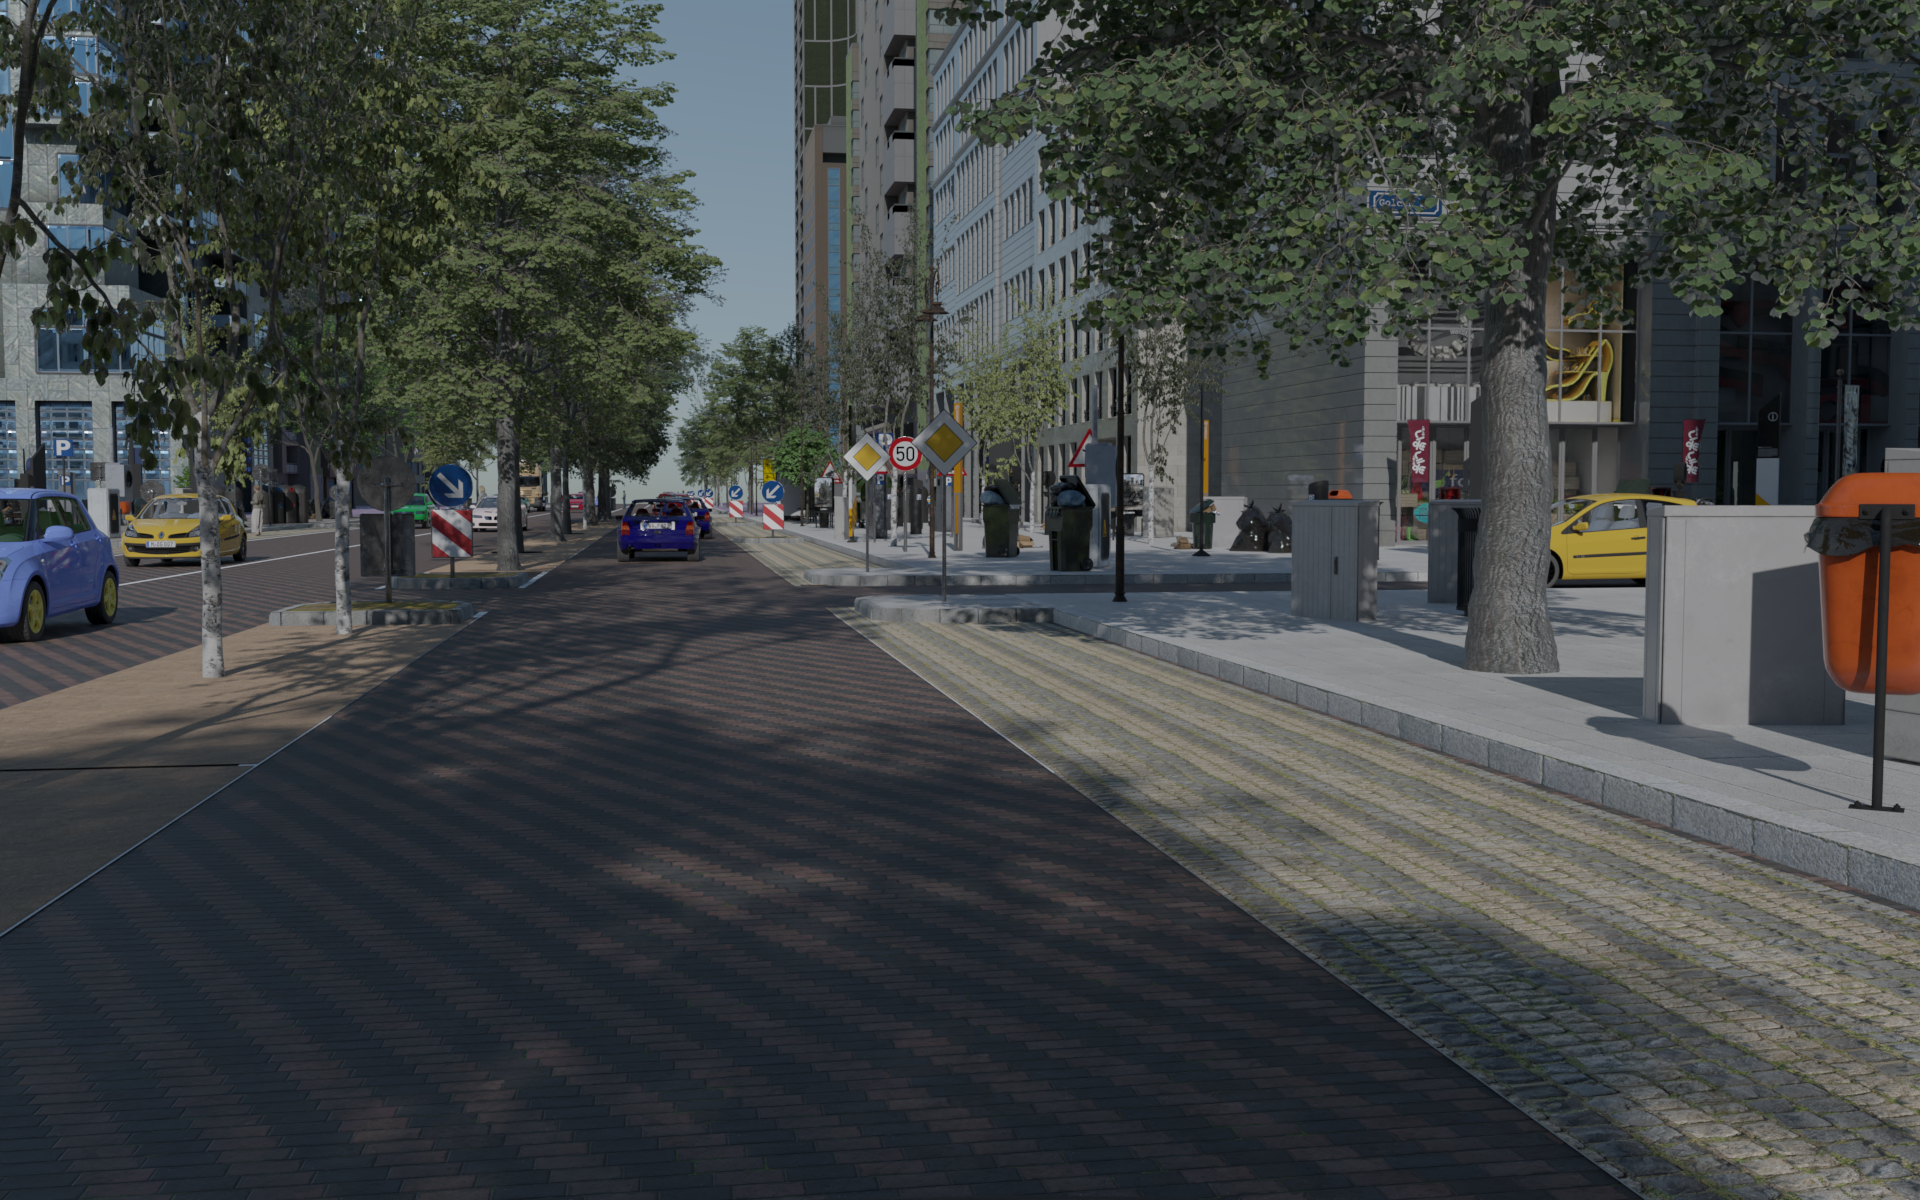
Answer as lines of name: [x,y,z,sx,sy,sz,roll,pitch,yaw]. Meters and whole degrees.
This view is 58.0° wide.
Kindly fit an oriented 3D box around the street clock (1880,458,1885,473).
street clock: [17.932,-1.760,33.349,0.358,2.002,0.471,0,4,0]

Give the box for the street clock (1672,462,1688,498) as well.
street clock: [16.504,-2.150,39.721,0.358,2.002,0.471,2,4,32]

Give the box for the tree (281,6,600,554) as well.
tree: [-10.766,-7.876,41.602,12.009,13.543,11.850,0,3,0]

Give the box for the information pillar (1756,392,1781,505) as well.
information pillar: [18.739,-2.984,40.143,0.504,3.616,0.183,3,4,38]

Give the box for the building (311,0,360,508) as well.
building: [-59.823,-30.398,147.122,14.600,45.320,14.200,-1,4,-10]

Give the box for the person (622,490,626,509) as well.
person: [-32.921,-9.854,169.702,0.705,1.814,1.350,0,4,0]

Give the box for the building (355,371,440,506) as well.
building: [-76.277,-21.871,202.632,27.650,21.520,28.899,-1,4,-10]

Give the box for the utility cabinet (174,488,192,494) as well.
utility cabinet: [-28.613,-3.377,63.888,0.318,1.500,1.173,0,4,-8]

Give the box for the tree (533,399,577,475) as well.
tree: [-16.618,-10.298,77.482,9.857,13.997,8.962,0,3,0]

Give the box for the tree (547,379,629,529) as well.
tree: [-15.100,-7.140,69.551,4.360,8.622,3.978,0,3,0]

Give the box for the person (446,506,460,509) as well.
person: [-13.111,-2.213,44.952,0.793,1.790,0.793,-3,5,-43]

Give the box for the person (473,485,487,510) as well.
person: [-20.356,-3.979,73.734,0.728,1.800,0.709,1,4,22]

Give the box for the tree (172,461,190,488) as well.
tree: [-41.530,-6.030,93.197,1.663,3.219,1.824,0,3,0]

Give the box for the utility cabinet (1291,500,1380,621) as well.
utility cabinet: [3.856,-0.412,17.896,0.306,1.237,1.020,-2,4,-30]

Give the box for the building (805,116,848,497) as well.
building: [-10.931,-34.033,206.556,14.600,45.320,14.200,-1,4,-10]

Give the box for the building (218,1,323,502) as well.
building: [-58.089,-27.500,133.223,14.154,41.232,14.086,-1,4,-10]

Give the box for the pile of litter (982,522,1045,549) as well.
pile of litter: [1.243,-1.664,41.168,1.719,0.858,1.176,-1,4,-23]

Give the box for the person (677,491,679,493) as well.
person: [-40.435,-14.664,248.243,1.348,1.826,0.705,3,5,40]

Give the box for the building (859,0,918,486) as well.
building: [6.514,-33.829,142.343,28.713,52.752,27.495,-1,4,-10]

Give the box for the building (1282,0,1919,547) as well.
building: [23.413,-16.606,49.009,29.804,29.767,11.434,-1,4,-10]

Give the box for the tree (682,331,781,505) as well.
tree: [-26.792,-21.038,199.866,12.611,20.169,13.585,0,3,0]

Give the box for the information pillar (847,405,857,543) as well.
information pillar: [-2.849,-3.333,45.852,0.183,3.616,0.504,1,4,11]

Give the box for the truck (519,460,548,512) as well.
truck: [-35.548,-9.416,142.867,2.839,4.237,11.283,-1,4,-11]

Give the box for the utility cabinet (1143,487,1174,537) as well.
utility cabinet: [5.868,-2.595,51.109,0.318,1.500,1.173,3,5,42]

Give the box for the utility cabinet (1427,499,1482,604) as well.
utility cabinet: [6.024,-0.561,20.330,1.020,1.237,0.306,1,4,15]

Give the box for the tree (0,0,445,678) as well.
tree: [-5.759,-3.681,12.998,4.360,8.622,3.978,0,3,0]

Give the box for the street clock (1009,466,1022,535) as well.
street clock: [1.404,-2.428,44.274,0.358,2.002,0.471,-1,4,-10]

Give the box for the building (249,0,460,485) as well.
building: [-78.548,-56.153,230.780,22.319,86.520,31.000,-1,4,-10]

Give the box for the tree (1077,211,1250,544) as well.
tree: [5.164,-5.755,44.451,4.360,8.622,3.978,0,3,0]

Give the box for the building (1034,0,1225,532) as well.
building: [9.724,-12.998,67.276,10.420,20.320,16.860,-1,4,-10]

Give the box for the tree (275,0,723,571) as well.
tree: [-8.229,-6.781,31.448,7.486,12.596,7.792,0,3,0]

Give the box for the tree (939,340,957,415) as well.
tree: [1.198,-7.436,71.943,4.737,8.622,4.395,0,3,0]

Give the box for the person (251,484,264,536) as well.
person: [-23.834,-3.036,58.687,0.362,1.759,0.519,1,4,10]

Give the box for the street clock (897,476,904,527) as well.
street clock: [-2.353,-3.878,67.971,0.358,2.002,0.471,2,4,27]

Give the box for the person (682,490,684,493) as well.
person: [-30.605,-11.214,191.814,0.705,1.831,1.348,-2,4,-30]

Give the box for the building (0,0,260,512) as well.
building: [-57.300,-48.708,109.049,22.319,86.520,31.000,-1,4,-10]

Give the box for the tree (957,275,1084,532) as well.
tree: [2.370,-6.615,58.525,4.737,8.622,4.395,0,3,0]

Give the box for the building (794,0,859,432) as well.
building: [-12.501,-48.011,223.235,20.563,71.187,20.611,-1,4,-10]

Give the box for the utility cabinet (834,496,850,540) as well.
utility cabinet: [-3.313,-2.306,48.857,0.306,1.237,1.020,0,4,5]

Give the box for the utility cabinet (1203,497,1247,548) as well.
utility cabinet: [6.387,-1.869,41.727,1.020,1.237,0.306,2,4,24]

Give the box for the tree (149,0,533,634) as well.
tree: [-6.351,-3.962,17.604,4.737,8.622,4.395,0,3,0]

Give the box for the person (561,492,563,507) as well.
person: [-44.012,-11.130,191.297,1.217,1.723,0.721,3,5,42]

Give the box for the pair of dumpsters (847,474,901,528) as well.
pair of dumpsters: [-3.224,-3.816,64.878,1.574,2.255,4.437,-1,4,-10]

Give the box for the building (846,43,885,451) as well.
building: [-3.761,-29.263,162.046,14.154,41.232,14.086,-1,4,-10]

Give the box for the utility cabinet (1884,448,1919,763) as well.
utility cabinet: [5.042,0.019,8.360,1.173,1.500,0.318,-1,4,-16]

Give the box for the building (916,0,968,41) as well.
building: [3.710,-26.752,120.995,14.154,41.232,14.086,-1,4,-10]

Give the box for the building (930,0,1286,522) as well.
building: [6.180,-19.149,90.583,11.434,29.767,29.804,-1,4,-10]

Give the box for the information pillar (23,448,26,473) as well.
information pillar: [-47.819,-5.945,88.557,0.183,3.616,0.504,-2,4,-30]

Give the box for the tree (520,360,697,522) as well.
tree: [-18.222,-10.301,87.885,9.611,12.733,9.660,0,3,0]

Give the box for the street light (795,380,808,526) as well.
street light: [-6.266,-5.858,68.563,0.468,5.910,1.993,-1,4,-10]

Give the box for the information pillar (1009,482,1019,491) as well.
information pillar: [1.983,-3.613,63.568,0.304,2.012,0.304,-2,4,-25]

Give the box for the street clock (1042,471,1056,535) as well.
street clock: [2.764,-3.027,54.055,0.358,2.002,0.471,-2,4,-31]

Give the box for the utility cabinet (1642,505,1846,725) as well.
utility cabinet: [4.408,0.087,9.734,1.020,1.237,0.306,0,4,3]

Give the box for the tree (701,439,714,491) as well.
tree: [-25.631,-14.412,185.993,4.737,8.622,4.395,0,3,0]

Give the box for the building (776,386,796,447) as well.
building: [-12.160,-24.760,249.868,27.650,21.520,28.899,-1,4,-10]

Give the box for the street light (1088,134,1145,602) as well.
street light: [1.906,-2.917,20.482,0.468,5.910,1.993,-1,4,-10]

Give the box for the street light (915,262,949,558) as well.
street light: [-0.561,-3.784,34.662,0.468,5.910,1.993,-1,4,-10]
